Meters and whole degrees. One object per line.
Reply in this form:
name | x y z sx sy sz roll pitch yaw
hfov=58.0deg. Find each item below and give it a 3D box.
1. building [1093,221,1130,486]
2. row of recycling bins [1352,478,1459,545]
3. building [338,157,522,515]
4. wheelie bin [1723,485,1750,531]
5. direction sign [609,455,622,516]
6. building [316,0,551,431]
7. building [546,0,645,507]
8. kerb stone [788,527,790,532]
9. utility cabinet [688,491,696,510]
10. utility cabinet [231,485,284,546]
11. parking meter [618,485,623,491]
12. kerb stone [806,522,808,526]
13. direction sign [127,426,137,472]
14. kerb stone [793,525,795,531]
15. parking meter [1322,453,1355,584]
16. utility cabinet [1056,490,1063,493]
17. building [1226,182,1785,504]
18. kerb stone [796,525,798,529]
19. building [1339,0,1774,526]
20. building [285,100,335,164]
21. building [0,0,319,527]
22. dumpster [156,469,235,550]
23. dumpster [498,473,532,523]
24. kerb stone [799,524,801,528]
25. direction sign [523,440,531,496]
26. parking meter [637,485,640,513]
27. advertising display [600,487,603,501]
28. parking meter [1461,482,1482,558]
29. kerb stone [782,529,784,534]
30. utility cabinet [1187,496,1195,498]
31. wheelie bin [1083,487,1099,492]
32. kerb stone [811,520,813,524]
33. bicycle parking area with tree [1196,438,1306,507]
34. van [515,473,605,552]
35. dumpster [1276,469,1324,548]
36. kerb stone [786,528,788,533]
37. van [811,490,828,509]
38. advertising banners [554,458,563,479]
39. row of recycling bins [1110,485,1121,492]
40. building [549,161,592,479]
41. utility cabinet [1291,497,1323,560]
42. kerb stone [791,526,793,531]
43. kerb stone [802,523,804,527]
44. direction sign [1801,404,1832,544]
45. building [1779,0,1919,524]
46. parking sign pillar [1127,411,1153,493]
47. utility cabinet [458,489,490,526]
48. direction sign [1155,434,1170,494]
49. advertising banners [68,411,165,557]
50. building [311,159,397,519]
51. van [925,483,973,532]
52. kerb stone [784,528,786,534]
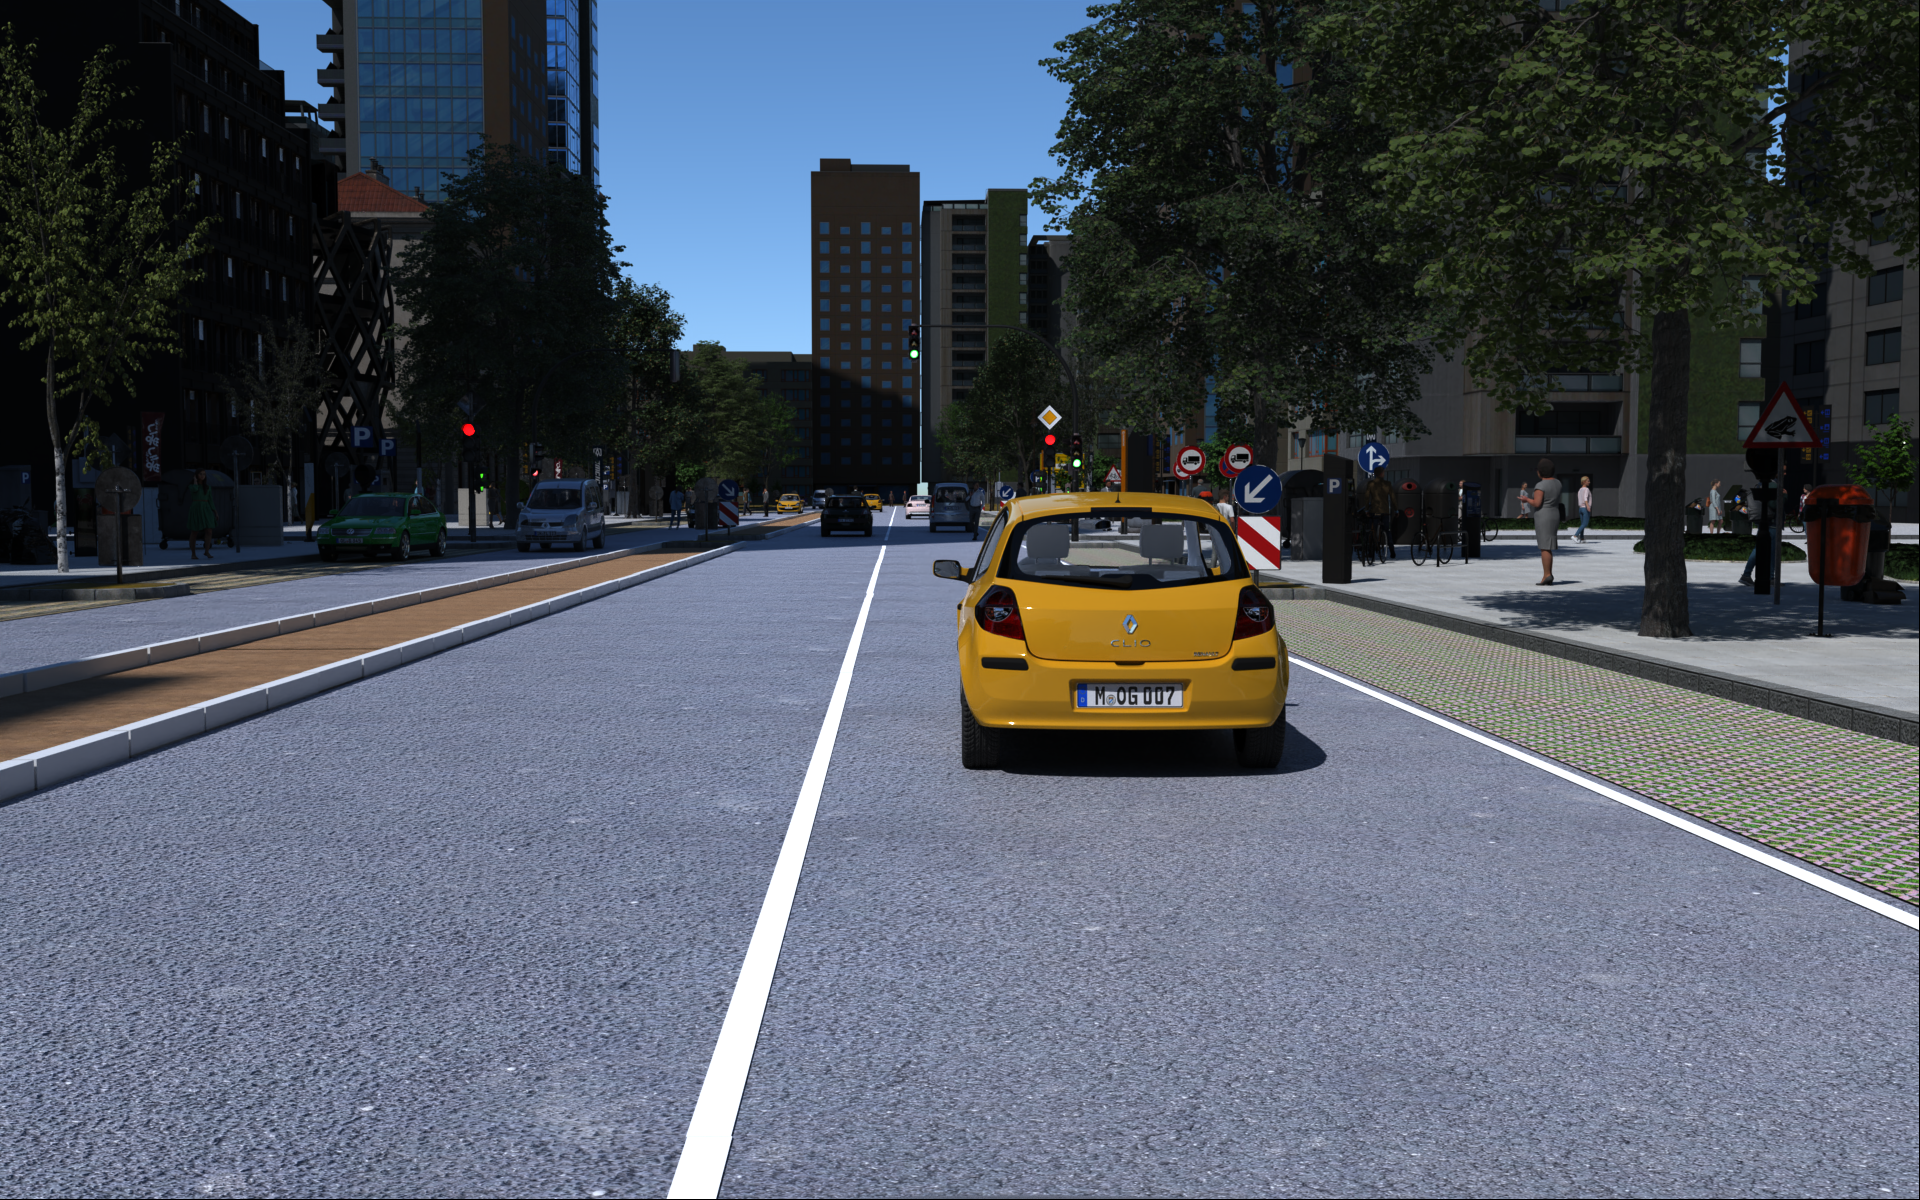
building | 20.999 -25.257 184.656 14.160 30.474 14.107 0 4 -2
row of recycling bins | 10.846 -2.249 43.885 3.534 1.692 1.069 0 4 -6
building | -37.393 -17.120 116.076 11.583 22.565 21.152 0 4 -2
wheelie bin | 26.758 -3.168 59.708 0.693 1.594 0.980 0 4 -4
direction sign | -20.152 -6.693 101.431 0.876 3.537 0.379 2 4 24
building | -40.381 -29.661 135.067 14.600 45.320 14.200 0 4 -2
building | -49.750 -52.873 177.141 31.000 86.520 22.319 0 4 -2
kerb stone | -6.455 -2.532 63.716 0.120 0.150 1.000 0 4 -2
utility cabinet | -17.745 -6.472 114.502 0.318 1.500 1.173 1 4 9
utility cabinet | -17.280 -2.072 42.557 1.173 1.500 0.318 0 4 -8
parking meter | -21.812 -6.458 111.298 0.255 1.863 0.399 -2 4 -27
kerb stone | -6.888 -3.287 76.010 0.120 0.150 1.000 0 4 -2
direction sign | -27.642 -4.029 57.867 0.379 3.537 0.876 -1 4 -10
kerb stone | -6.567 -2.725 66.794 0.120 0.150 1.000 0 4 -2
parking meter | 5.426 -1.169 24.820 0.399 1.863 0.255 3 4 38
utility cabinet | 5.296 -5.056 91.338 1.173 1.500 0.318 1 4 23
building | 33.533 -16.277 111.167 27.650 21.520 28.899 0 4 -2
kerb stone | -6.628 -2.853 68.837 0.120 0.150 1.000 0 4 -2
building | 25.310 -23.973 75.546 14.086 41.232 14.154 0 4 -2
building | -72.862 -30.485 182.020 14.086 41.232 14.154 0 4 -2
building | -36.692 -14.972 74.474 12.332 23.373 15.834 0 4 -2
dumpster | -17.927 -2.135 40.658 1.264 1.857 1.865 0 4 -2
dumpster | -19.866 -4.612 77.900 1.502 2.255 1.985 0 4 -2
kerb stone | -6.703 -2.978 70.893 0.120 0.150 1.000 0 4 -2
direction sign | -17.823 -4.881 71.805 0.876 3.537 0.379 3 4 37
parking meter | -18.860 -5.822 100.909 0.399 1.863 0.255 1 4 14
advertising display | -21.174 -5.938 102.303 0.123 1.923 0.974 0 4 -7
parking meter | 10.373 -1.634 35.128 0.372 1.533 0.369 0 3 0
kerb stone | -6.352 -2.352 60.650 0.120 0.150 1.000 0 4 -2
utility cabinet | 9.110 -3.422 67.104 1.020 1.237 0.306 1 4 10
wheelie bin | 5.867 -4.202 76.609 0.693 1.594 0.980 -2 4 -30
kerb stone | -7.022 -3.542 80.106 0.120 0.150 1.000 0 4 -2
bicycle parking area with tree | 15.060 -6.275 89.592 8.231 4.147 9.016 1 4 20
van | -10.193 -2.281 44.310 2.013 2.044 4.112 0 4 -2
dumpster | 8.186 -2.185 41.489 1.264 1.857 1.865 0 4 -2
kerb stone | -6.410 -2.477 62.694 0.120 0.150 1.000 0 4 -2
van | -13.436 -9.819 167.554 2.013 2.044 4.112 0 4 -3
advertising banners | -19.909 -5.328 83.306 2.074 3.025 0.090 2 4 26
row of recycling bins | 7.622 -4.642 83.005 1.069 1.692 3.534 1 4 13
building | -39.899 -23.130 149.878 14.160 30.474 14.107 0 4 -2
utility cabinet | 6.868 -1.389 33.880 1.020 1.237 0.306 -3 5 -45
kerb stone | -6.524 -2.665 65.772 0.120 0.150 1.000 0 4 -2
kerb stone | -6.777 -3.104 72.938 0.120 0.150 1.000 0 4 -2
direction sign | 21.818 -3.193 44.204 0.379 3.537 0.876 -1 4 -22
building | 51.712 -38.975 75.492 20.611 71.187 20.563 0 4 -2
parking sign pillar | 5.967 -4.206 57.247 1.447 3.967 1.447 -1 4 -18
utility cabinet | -19.427 -3.702 69.213 1.173 1.500 0.318 0 4 7
direction sign | 7.620 -4.497 65.519 0.876 3.537 0.379 -3 4 -37
advertising banners | -17.509 -2.438 36.056 0.090 3.025 2.074 3 4 37
building | -39.093 -13.709 91.589 16.820 18.784 16.811 0 4 -2
van | -0.343 -3.605 65.955 2.013 2.044 4.112 0 4 -1
kerb stone | -6.388 -2.414 61.672 0.120 0.150 1.000 0 4 -2
